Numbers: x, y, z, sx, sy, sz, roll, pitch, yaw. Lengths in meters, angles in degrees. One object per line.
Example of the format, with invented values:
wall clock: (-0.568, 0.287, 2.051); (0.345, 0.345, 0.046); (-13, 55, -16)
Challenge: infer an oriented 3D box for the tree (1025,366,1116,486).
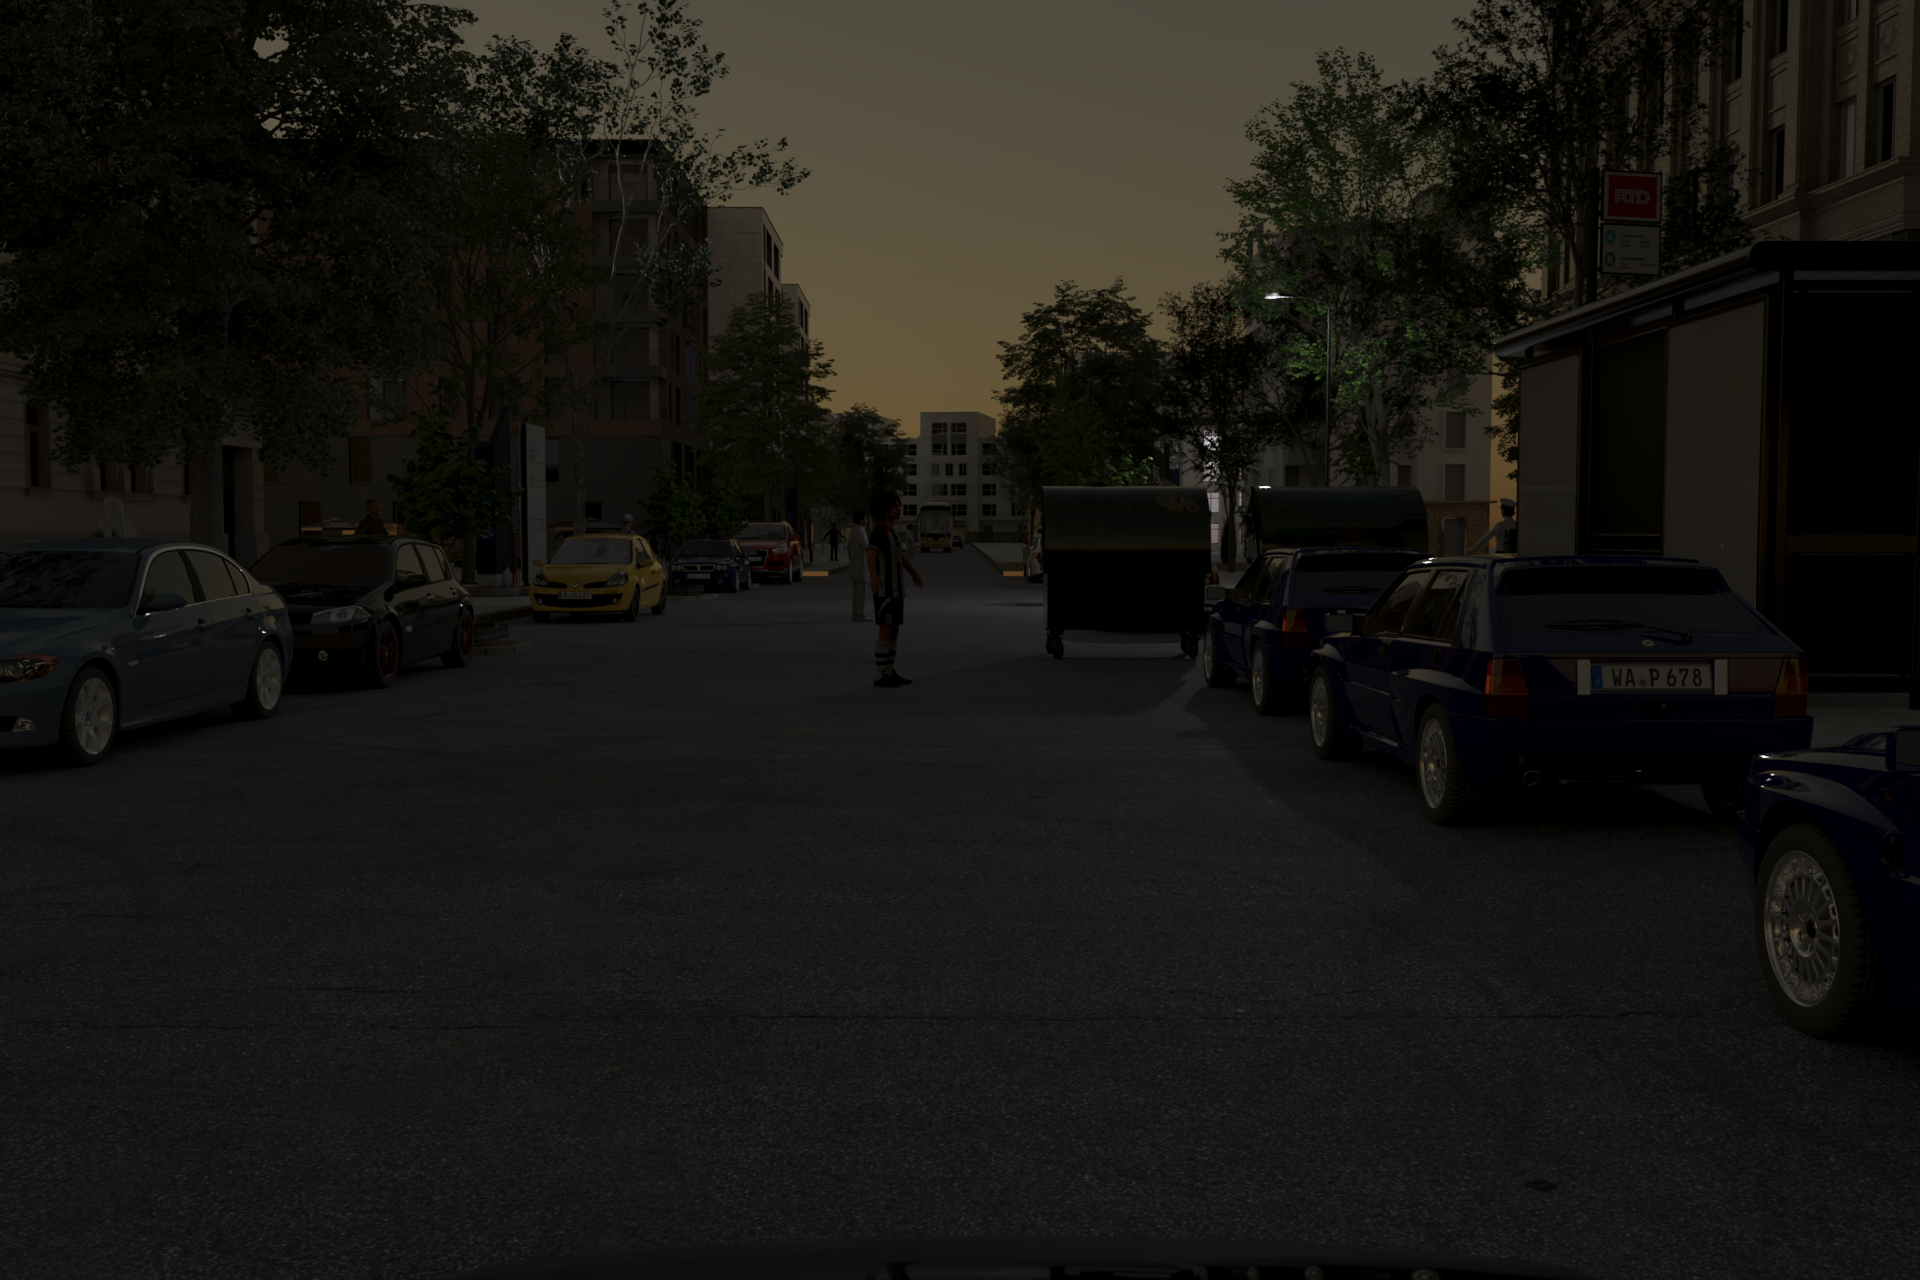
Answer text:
tree: (4.911, -7.647, 75.389); (4.737, 8.622, 4.395); (0, 3, 0)

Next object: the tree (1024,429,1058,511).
tree: (6.913, -10.248, 117.918); (4.360, 8.622, 3.978); (0, 3, 0)

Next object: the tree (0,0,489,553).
tree: (-12.347, -7.419, 27.950); (9.857, 13.997, 8.962); (0, 3, 0)

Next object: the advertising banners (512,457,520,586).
advertising banners: (-10.025, -2.610, 38.862); (0.090, 3.025, 2.074); (0, 4, -1)

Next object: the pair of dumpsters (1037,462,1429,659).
pair of dumpsters: (3.124, -0.939, 20.299); (4.436, 2.255, 1.574); (0, 4, 0)

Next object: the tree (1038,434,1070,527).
tree: (6.366, -9.566, 106.764); (4.737, 8.622, 4.395); (0, 3, 0)

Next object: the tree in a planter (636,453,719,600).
tree in a planter: (-6.414, -2.515, 38.347); (1.991, 3.239, 1.994); (0, 4, 1)

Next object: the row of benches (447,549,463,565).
row of benches: (-21.503, -3.324, 69.806); (4.104, 0.672, 1.422); (-2, 4, -26)

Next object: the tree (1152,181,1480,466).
tree: (9.371, -6.843, 46.298); (8.767, 10.594, 7.601); (0, 4, -3)

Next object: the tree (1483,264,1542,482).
tree: (26.020, -10.053, 71.029); (9.857, 13.997, 8.962); (0, 3, 0)

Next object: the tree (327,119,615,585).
tree: (-12.389, -7.217, 43.754); (9.928, 11.665, 9.643); (0, 3, 0)

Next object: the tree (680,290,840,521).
tree: (-9.368, -9.975, 81.224); (7.486, 12.596, 7.792); (0, 3, 0)

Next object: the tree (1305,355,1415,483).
tree: (15.627, -7.110, 66.612); (4.737, 8.622, 4.395); (0, 3, 0)

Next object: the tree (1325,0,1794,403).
tree: (9.190, -5.632, 26.501); (7.601, 10.594, 8.767); (0, 4, -3)

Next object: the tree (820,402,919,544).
tree: (-8.806, -15.834, 165.542); (9.857, 13.997, 8.962); (0, 3, 0)

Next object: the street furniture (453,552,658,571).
street furniture: (-15.859, -2.876, 62.649); (10.072, 0.657, 5.734); (1, 4, 12)

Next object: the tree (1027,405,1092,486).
tree: (5.966, -8.861, 95.233); (4.360, 8.622, 3.978); (0, 3, 0)

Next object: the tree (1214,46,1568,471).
tree: (9.223, -6.864, 37.982); (9.928, 11.665, 9.643); (0, 3, 0)

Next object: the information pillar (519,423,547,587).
information pillar: (-9.258, -2.829, 37.571); (0.184, 3.620, 1.656); (0, 4, 0)

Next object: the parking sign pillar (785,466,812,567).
parking sign pillar: (-6.538, -4.853, 67.824); (1.447, 3.967, 1.447); (0, 4, 0)

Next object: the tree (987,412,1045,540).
tree: (5.935, -13.028, 138.769); (9.928, 11.665, 9.643); (0, 3, 0)

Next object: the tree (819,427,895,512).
tree: (-9.123, -13.301, 151.884); (7.601, 10.594, 8.767); (0, 4, 2)

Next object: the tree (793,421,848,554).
tree: (-8.971, -9.825, 111.005); (4.737, 8.622, 4.395); (0, 3, 0)

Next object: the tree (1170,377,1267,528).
tree: (11.250, -7.513, 73.206); (4.737, 8.622, 4.395); (0, 3, 0)

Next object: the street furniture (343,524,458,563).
street furniture: (-26.410, -4.412, 78.983); (9.812, 1.723, 11.010); (3, 5, 44)

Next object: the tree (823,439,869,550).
tree: (-9.744, -11.311, 135.304); (4.360, 8.622, 3.978); (0, 3, 0)

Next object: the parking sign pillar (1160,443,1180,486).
parking sign pillar: (6.282, -3.889, 52.064); (1.447, 3.967, 1.447); (0, 4, 0)

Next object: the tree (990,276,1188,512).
tree: (6.431, -10.891, 84.730); (9.857, 13.997, 8.962); (0, 3, 0)

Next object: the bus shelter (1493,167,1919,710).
bus shelter: (6.707, -2.391, 16.727); (2.179, 5.291, 8.768); (0, 3, 0)

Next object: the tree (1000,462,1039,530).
tree: (5.872, -12.775, 159.235); (4.737, 8.622, 4.395); (0, 3, 0)

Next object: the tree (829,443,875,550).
tree: (-9.627, -11.677, 141.274); (4.360, 8.622, 3.978); (0, 3, 0)

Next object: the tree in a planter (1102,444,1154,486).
tree in a planter: (3.323, -2.277, 34.458); (1.991, 3.239, 1.994); (0, 4, 1)

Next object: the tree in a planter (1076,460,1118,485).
tree in a planter: (3.322, -2.745, 42.103); (1.991, 3.239, 1.994); (0, 4, 0)

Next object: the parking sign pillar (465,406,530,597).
parking sign pillar: (-9.659, -2.899, 35.866); (1.447, 3.967, 1.447); (0, 4, 0)

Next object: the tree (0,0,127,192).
tree: (-12.350, -6.314, 13.611); (12.009, 13.543, 11.850); (0, 3, 0)

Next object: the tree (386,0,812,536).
tree: (-11.671, -12.255, 56.263); (12.611, 20.169, 13.585); (0, 3, 0)

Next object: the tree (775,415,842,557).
tree: (-8.817, -9.088, 98.946); (4.360, 8.622, 3.978); (0, 3, 0)

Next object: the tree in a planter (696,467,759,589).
tree in a planter: (-6.419, -2.997, 46.217); (1.991, 3.239, 1.994); (0, 4, 1)

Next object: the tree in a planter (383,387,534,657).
tree in a planter: (-6.336, -1.463, 21.138); (1.991, 3.239, 1.994); (0, 3, 0)

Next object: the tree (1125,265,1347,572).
tree: (9.350, -7.561, 58.042); (8.767, 10.594, 7.601); (3, 5, 41)

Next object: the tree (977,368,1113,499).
tree: (6.471, -13.250, 127.007); (12.009, 13.543, 11.850); (0, 3, 0)
